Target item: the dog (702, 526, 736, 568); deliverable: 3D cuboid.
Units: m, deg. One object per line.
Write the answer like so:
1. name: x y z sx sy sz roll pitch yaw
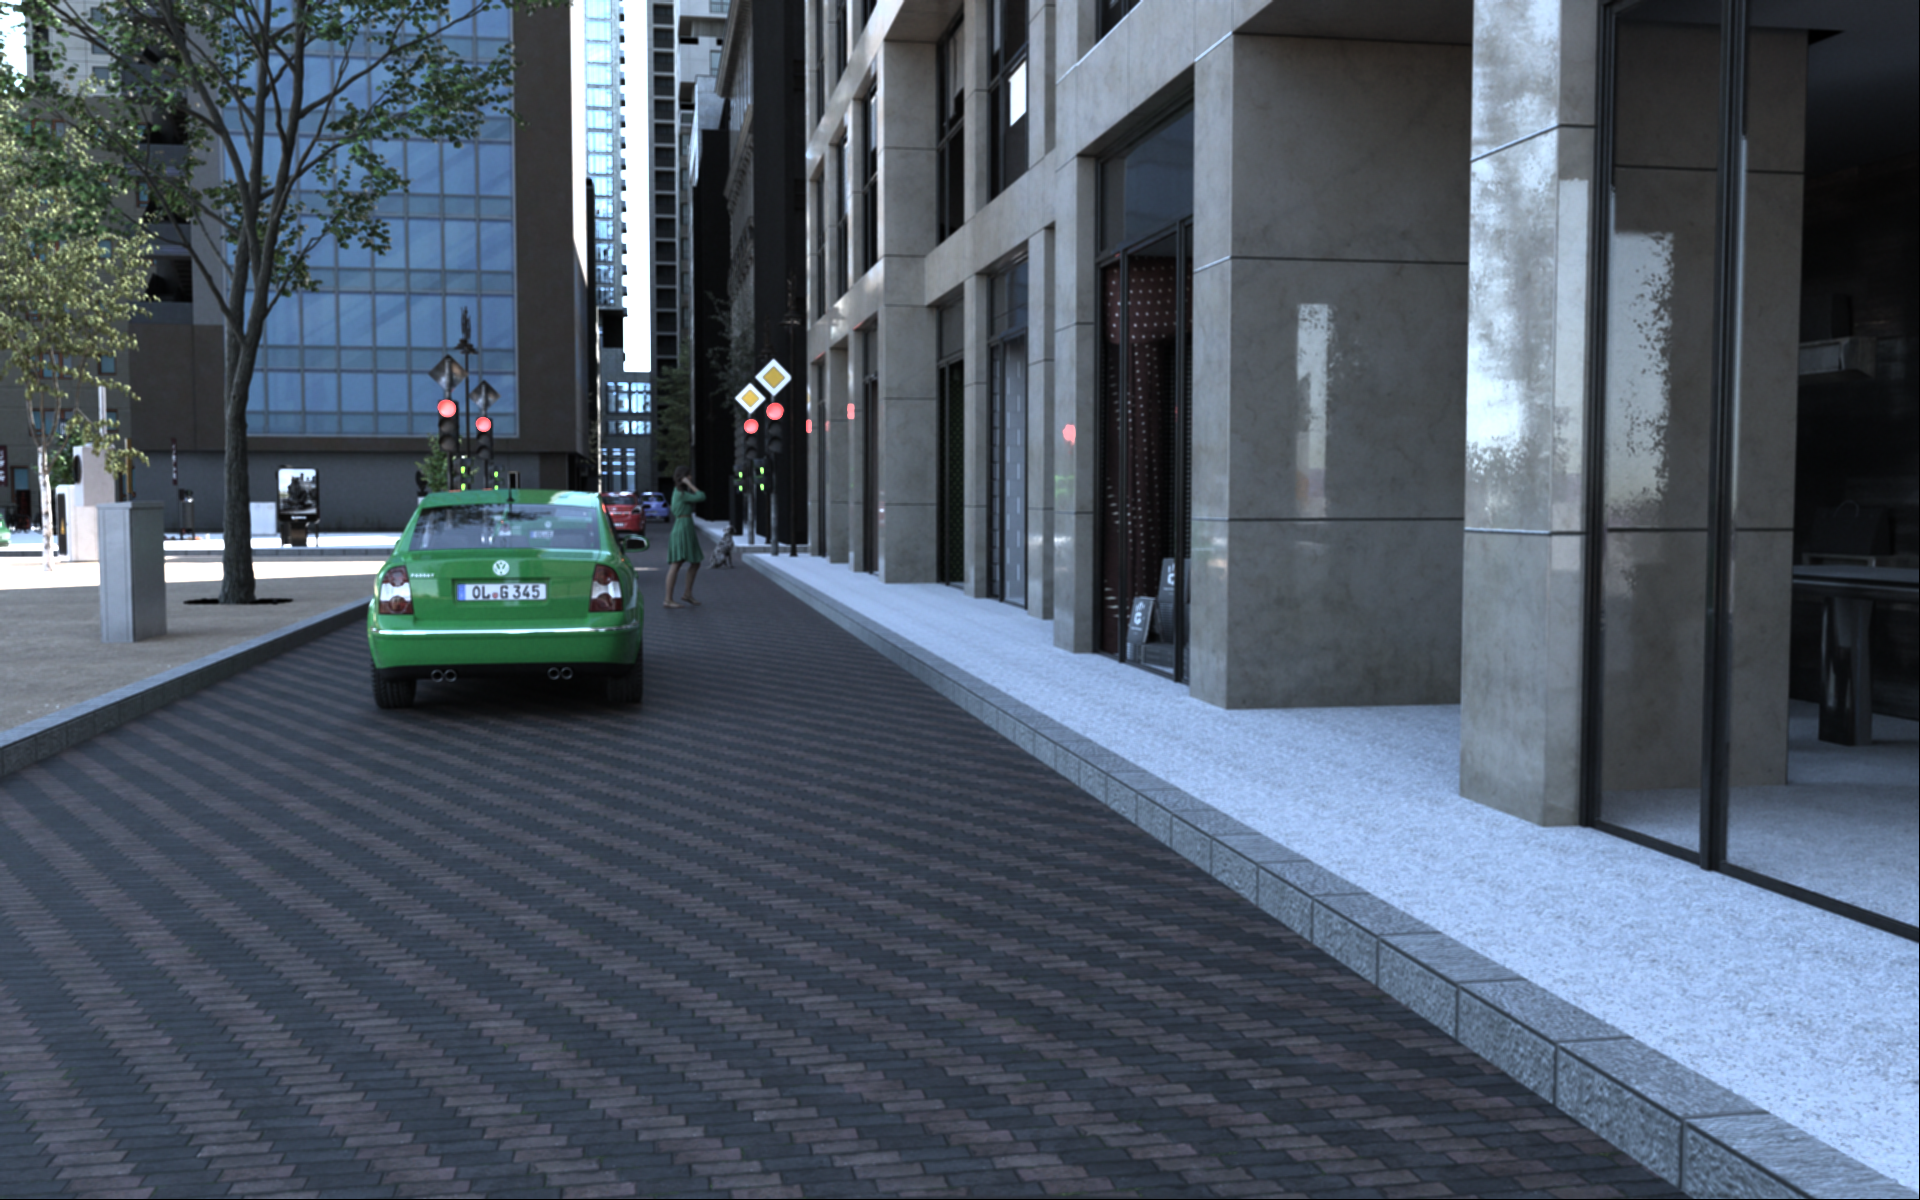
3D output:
1. dog: -4.727 -1.027 33.632 0.800 0.831 0.513 -1 4 -12

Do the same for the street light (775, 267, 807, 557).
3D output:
1. street light: -3.423 -3.833 35.454 0.468 5.910 1.993 -1 4 -10

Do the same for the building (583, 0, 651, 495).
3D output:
1. building: -52.819 -54.589 205.198 31.000 86.520 22.319 -1 4 -10

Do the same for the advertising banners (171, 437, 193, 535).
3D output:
1. advertising banners: -24.481 -3.566 54.495 0.090 3.025 2.074 -1 4 -8

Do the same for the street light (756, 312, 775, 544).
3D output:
1. street light: -4.920 -4.372 44.266 0.468 5.910 1.993 -1 4 -10

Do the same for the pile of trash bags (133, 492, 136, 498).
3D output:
1. pile of trash bags: -36.493 -3.900 73.521 3.447 1.369 1.912 -3 4 -37

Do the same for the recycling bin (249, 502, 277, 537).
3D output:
1. recycling bin: -21.250 -2.457 52.733 0.722 1.027 0.722 -2 4 -30

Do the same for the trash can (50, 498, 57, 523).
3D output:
1. trash can: -32.233 -3.065 61.764 0.748 1.137 0.748 0 3 0

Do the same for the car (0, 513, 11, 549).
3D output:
1. car: -22.989 -1.533 36.866 4.920 1.459 2.131 -1 4 -10

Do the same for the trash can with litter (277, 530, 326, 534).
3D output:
1. trash can with litter: -21.224 -2.720 55.521 1.678 1.210 2.233 -1 4 -9

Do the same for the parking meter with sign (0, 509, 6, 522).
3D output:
1. parking meter with sign: -29.193 -3.393 51.737 1.738 3.016 0.543 2 4 30

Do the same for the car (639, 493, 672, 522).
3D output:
1. car: -15.815 -4.864 89.119 1.945 1.707 3.694 -1 4 -9

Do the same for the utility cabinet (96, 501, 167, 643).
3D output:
1. utility cabinet: -7.357 -0.259 15.393 0.306 1.237 1.020 -1 4 -10

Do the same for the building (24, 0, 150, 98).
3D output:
1. building: -92.807 -46.503 198.569 20.611 71.187 20.563 -1 4 -10

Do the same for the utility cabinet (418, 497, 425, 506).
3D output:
1. utility cabinet: -13.521 -2.032 44.385 0.306 1.237 1.020 1 4 9

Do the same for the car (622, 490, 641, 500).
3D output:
1. car: -31.981 -9.740 167.917 2.281 1.827 5.304 -1 4 -8

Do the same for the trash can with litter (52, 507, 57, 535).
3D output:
1. trash can with litter: -27.936 -2.590 53.733 1.055 1.170 0.624 0 4 4

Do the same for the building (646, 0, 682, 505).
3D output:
1. building: -27.401 -47.209 210.116 20.611 71.187 20.563 -1 4 -10

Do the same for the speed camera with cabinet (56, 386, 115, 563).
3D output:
1. speed camera with cabinet: -16.264 -2.314 32.165 0.660 3.252 2.038 -3 5 -39

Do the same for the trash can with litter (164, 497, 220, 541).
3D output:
1. trash can with litter: -21.407 -2.235 47.597 2.233 1.210 1.678 2 4 29

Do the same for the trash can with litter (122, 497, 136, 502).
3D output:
1. trash can with litter: -32.756 -3.478 68.260 0.624 1.170 1.055 0 4 -4

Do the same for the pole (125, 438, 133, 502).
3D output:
1. pole: -30.492 -4.265 63.576 0.158 3.312 0.155 0 3 0

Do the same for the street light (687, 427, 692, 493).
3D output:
1. street light: -18.284 -8.850 117.482 0.468 5.910 1.993 -1 4 -10

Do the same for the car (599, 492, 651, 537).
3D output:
1. car: -10.795 -2.772 54.367 2.155 1.783 4.494 -1 4 -10

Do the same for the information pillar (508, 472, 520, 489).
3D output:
1. information pillar: -14.755 -3.236 57.394 0.304 2.012 0.304 0 4 6

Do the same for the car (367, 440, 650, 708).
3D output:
1. car: -3.325 -0.262 13.086 1.959 1.807 4.718 -1 4 -11

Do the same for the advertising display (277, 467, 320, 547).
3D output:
1. advertising display: -16.059 -2.253 42.049 0.974 1.923 0.123 0 4 0

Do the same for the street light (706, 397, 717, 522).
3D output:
1. street light: -11.559 -6.599 80.684 0.468 5.910 1.993 -1 4 -10

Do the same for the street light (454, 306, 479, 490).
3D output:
1. street light: -12.162 -4.282 42.797 0.468 5.910 1.993 -1 4 -10

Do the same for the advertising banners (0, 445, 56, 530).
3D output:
1. advertising banners: -33.826 -4.061 62.579 2.074 3.025 0.090 -3 5 -43

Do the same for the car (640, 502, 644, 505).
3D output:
1. car: -15.660 -4.162 79.845 2.131 1.459 4.920 -1 4 -11
